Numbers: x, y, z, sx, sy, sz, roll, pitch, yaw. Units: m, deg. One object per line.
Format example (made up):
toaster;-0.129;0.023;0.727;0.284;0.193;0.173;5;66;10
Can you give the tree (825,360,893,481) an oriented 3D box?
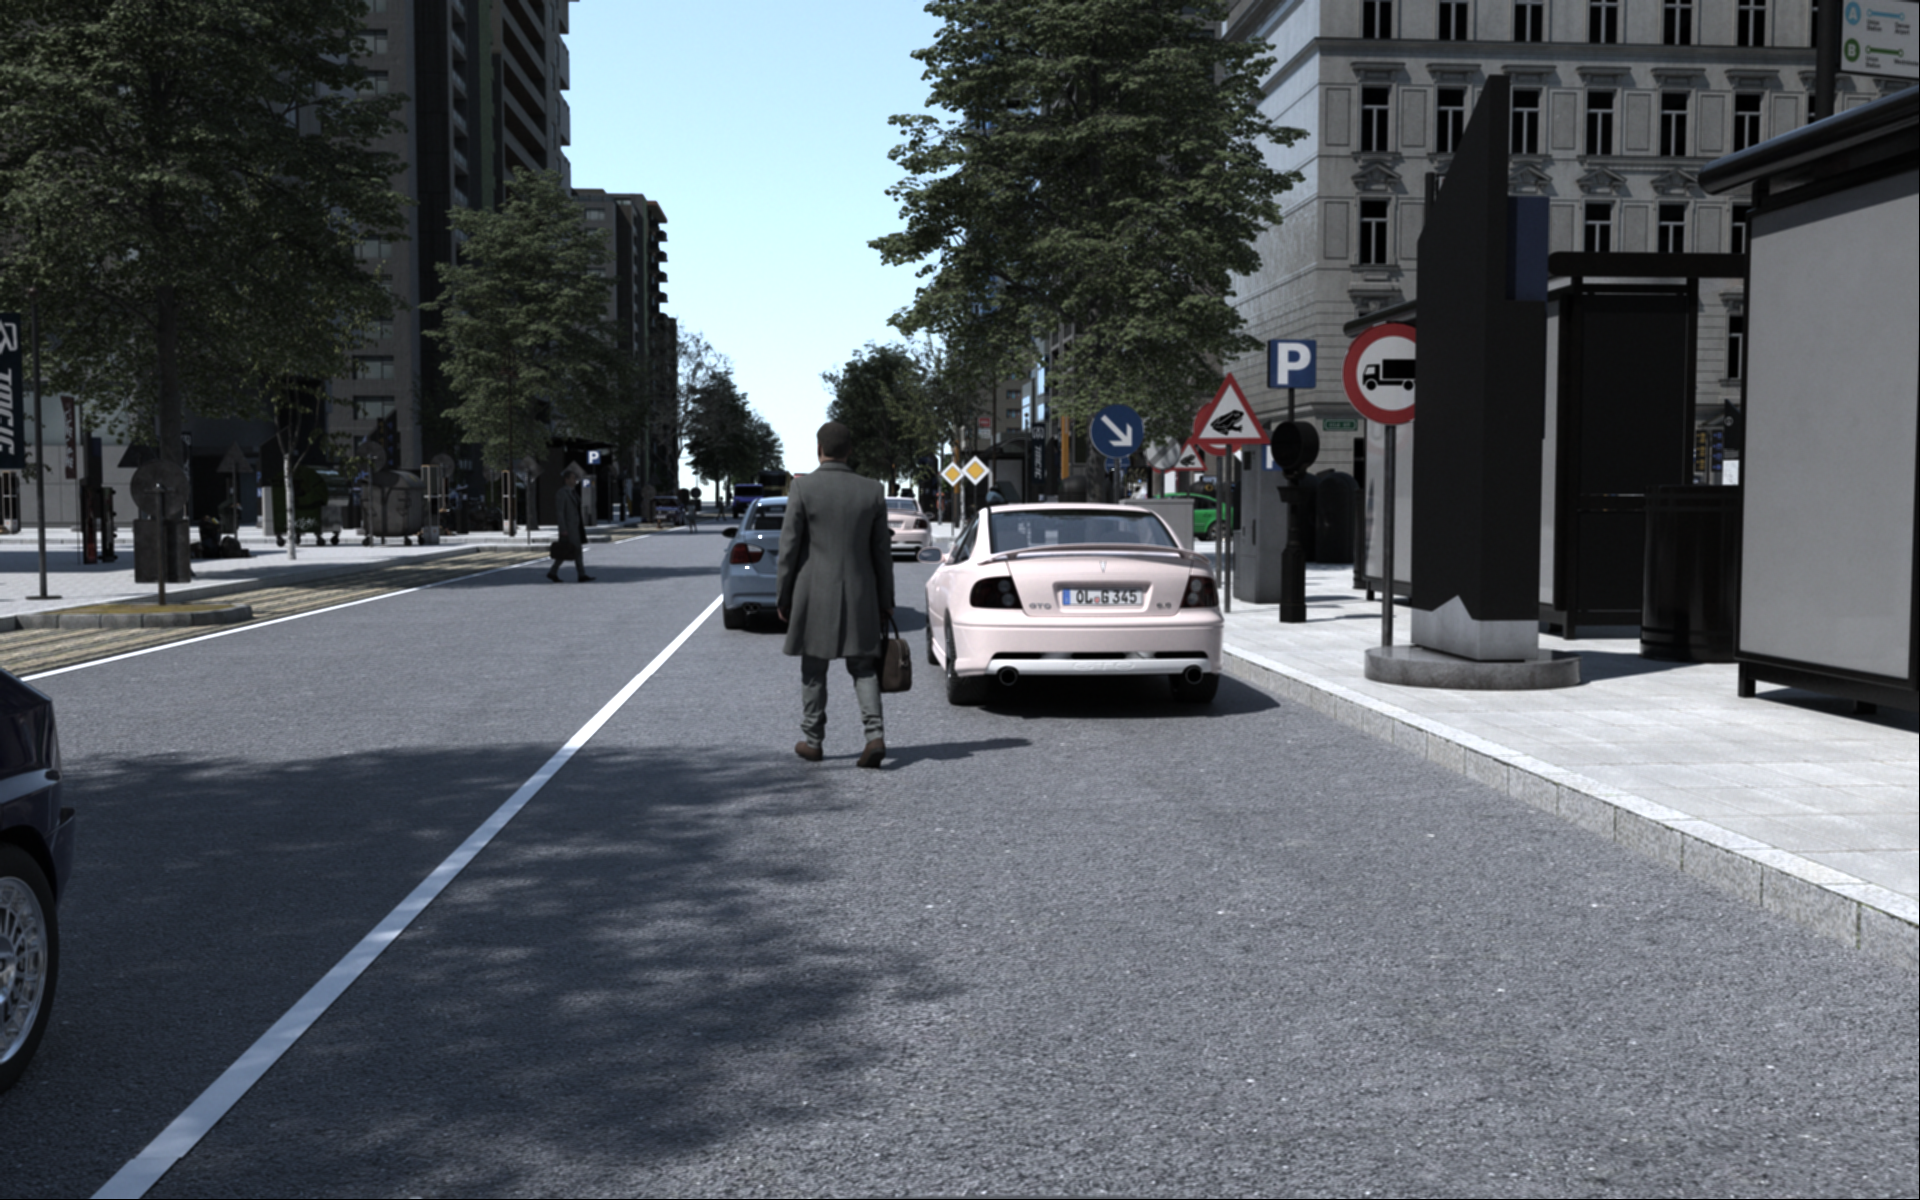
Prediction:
tree;-7.411;-14.974;155.200;12.009;13.543;11.850;0;3;0

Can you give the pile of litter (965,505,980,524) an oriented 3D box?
pile of litter;0.740;-3.626;73.244;1.176;0.858;1.719;-3;4;-37

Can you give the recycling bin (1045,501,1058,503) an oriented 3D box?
recycling bin;2.975;-2.988;61.401;0.722;1.027;0.722;3;4;36

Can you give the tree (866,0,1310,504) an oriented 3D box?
tree;2.243;-6.850;30.130;7.486;12.596;7.792;0;3;0

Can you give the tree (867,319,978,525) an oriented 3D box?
tree;-1.056;-7.470;72.500;4.737;8.622;4.395;0;3;0

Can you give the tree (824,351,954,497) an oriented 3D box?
tree;-4.294;-10.900;112.634;8.767;10.594;7.601;-2;4;-27

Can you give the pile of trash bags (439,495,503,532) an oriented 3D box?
pile of trash bags;-17.071;-3.011;58.977;1.912;1.369;3.447;2;4;24

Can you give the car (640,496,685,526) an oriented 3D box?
car;-13.338;-3.997;77.927;1.945;1.354;3.894;0;4;-5

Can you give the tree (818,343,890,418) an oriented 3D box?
tree;-11.397;-22.114;217.449;12.611;20.169;13.585;0;3;0

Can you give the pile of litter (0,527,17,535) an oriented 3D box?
pile of litter;-30.674;-2.497;54.798;1.719;0.858;1.176;0;4;0

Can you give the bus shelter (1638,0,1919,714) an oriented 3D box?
bus shelter;5.830;-1.944;9.415;2.179;5.291;8.768;0;4;-5

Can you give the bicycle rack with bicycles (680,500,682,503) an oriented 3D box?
bicycle rack with bicycles;-19.353;-6.087;112.901;2.852;0.926;2.925;-1;4;-17

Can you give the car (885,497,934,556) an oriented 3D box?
car;-1.604;-1.602;38.552;2.083;1.381;4.827;0;4;-3

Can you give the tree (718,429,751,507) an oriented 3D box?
tree;-22.893;-13.531;171.592;4.360;8.622;3.978;0;3;0

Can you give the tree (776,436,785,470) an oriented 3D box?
tree;-31.440;-21.785;274.313;7.486;12.596;7.792;0;3;0

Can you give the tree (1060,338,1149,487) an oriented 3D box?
tree;6.396;-7.737;76.870;4.737;8.622;4.395;0;3;0

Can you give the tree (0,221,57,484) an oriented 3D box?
tree;-22.645;-5.468;39.768;4.360;8.622;3.978;0;3;0

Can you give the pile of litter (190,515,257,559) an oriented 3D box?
pile of litter;-15.051;-1.267;34.683;1.719;0.858;1.176;-1;4;-8

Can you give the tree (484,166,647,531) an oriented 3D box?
tree;-14.803;-8.688;60.168;7.486;12.596;7.792;0;3;0

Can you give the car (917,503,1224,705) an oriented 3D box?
car;0.739;-0.053;13.221;2.083;1.381;4.827;0;4;-4

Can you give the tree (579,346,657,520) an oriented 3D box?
tree;-16.850;-8.298;86.041;4.737;8.622;4.395;0;3;0

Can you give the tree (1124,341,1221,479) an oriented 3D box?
tree;8.592;-7.382;71.064;4.360;8.622;3.978;0;3;0

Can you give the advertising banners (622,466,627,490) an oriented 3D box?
advertising banners;-20.312;-6.870;108.512;2.074;3.025;0.090;2;4;25

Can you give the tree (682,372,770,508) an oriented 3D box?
tree;-22.081;-14.702;158.511;7.486;12.596;7.792;0;3;0

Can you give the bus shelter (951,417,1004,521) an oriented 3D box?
bus shelter;0.753;-6.729;87.648;2.179;5.291;8.768;0;4;-4

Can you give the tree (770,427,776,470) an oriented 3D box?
tree;-25.697;-16.587;189.319;7.486;12.596;7.792;0;3;0

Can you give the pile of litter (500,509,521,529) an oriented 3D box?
pile of litter;-16.952;-3.019;63.328;1.719;0.858;1.176;1;4;20

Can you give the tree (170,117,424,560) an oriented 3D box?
tree;-13.010;-5.082;33.447;4.737;8.622;4.395;0;3;0

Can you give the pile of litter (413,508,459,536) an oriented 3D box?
pile of litter;-16.217;-2.416;53.474;1.176;0.858;1.719;-3;5;-40

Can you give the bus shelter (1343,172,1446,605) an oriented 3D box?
bus shelter;5.806;-2.553;19.366;2.179;5.291;8.768;0;4;-4

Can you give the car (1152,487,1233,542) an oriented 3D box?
car;5.970;-2.516;49.930;4.718;1.807;1.959;0;4;-4

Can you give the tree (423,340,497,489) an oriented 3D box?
tree;-23.360;-7.959;80.491;4.737;8.622;4.395;0;3;0

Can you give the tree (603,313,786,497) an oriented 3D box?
tree;-19.543;-12.717;118.293;12.009;13.543;11.850;0;3;0

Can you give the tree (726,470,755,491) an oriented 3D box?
tree;-25.739;-13.445;203.539;4.285;4.588;4.351;0;3;0

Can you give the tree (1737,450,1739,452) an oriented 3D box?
tree;17.930;-2.665;38.182;1.663;3.219;1.824;0;3;0

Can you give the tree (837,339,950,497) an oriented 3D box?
tree;-5.538;-14.380;141.761;9.857;13.997;8.962;0;3;0

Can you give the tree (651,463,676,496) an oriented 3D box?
tree;-18.222;-6.727;104.588;1.663;3.219;1.824;0;3;0

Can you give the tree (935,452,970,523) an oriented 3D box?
tree;-0.546;-5.090;77.823;1.663;3.219;1.824;0;3;0

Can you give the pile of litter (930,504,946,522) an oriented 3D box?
pile of litter;-1.442;-4.052;80.214;1.719;0.858;1.176;1;4;15

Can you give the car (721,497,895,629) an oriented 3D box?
car;-1.734;-0.473;19.743;2.014;1.417;4.499;0;4;-4

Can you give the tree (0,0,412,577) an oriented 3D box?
tree;-12.066;-6.604;26.110;7.486;12.596;7.792;0;3;0

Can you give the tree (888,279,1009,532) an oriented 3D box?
tree;-0.098;-6.597;58.222;4.360;8.622;3.978;0;3;0

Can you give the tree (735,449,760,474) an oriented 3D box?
tree;-27.169;-16.288;216.670;4.737;8.622;4.395;0;3;0

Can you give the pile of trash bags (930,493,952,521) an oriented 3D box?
pile of trash bags;-0.957;-4.473;82.883;1.912;1.369;3.447;0;4;-1

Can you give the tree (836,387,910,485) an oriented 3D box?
tree;-9.334;-16.074;179.819;9.611;12.733;9.660;0;3;0

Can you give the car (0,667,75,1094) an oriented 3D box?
car;-3.061;0.600;2.772;1.945;1.354;3.894;0;4;-3
